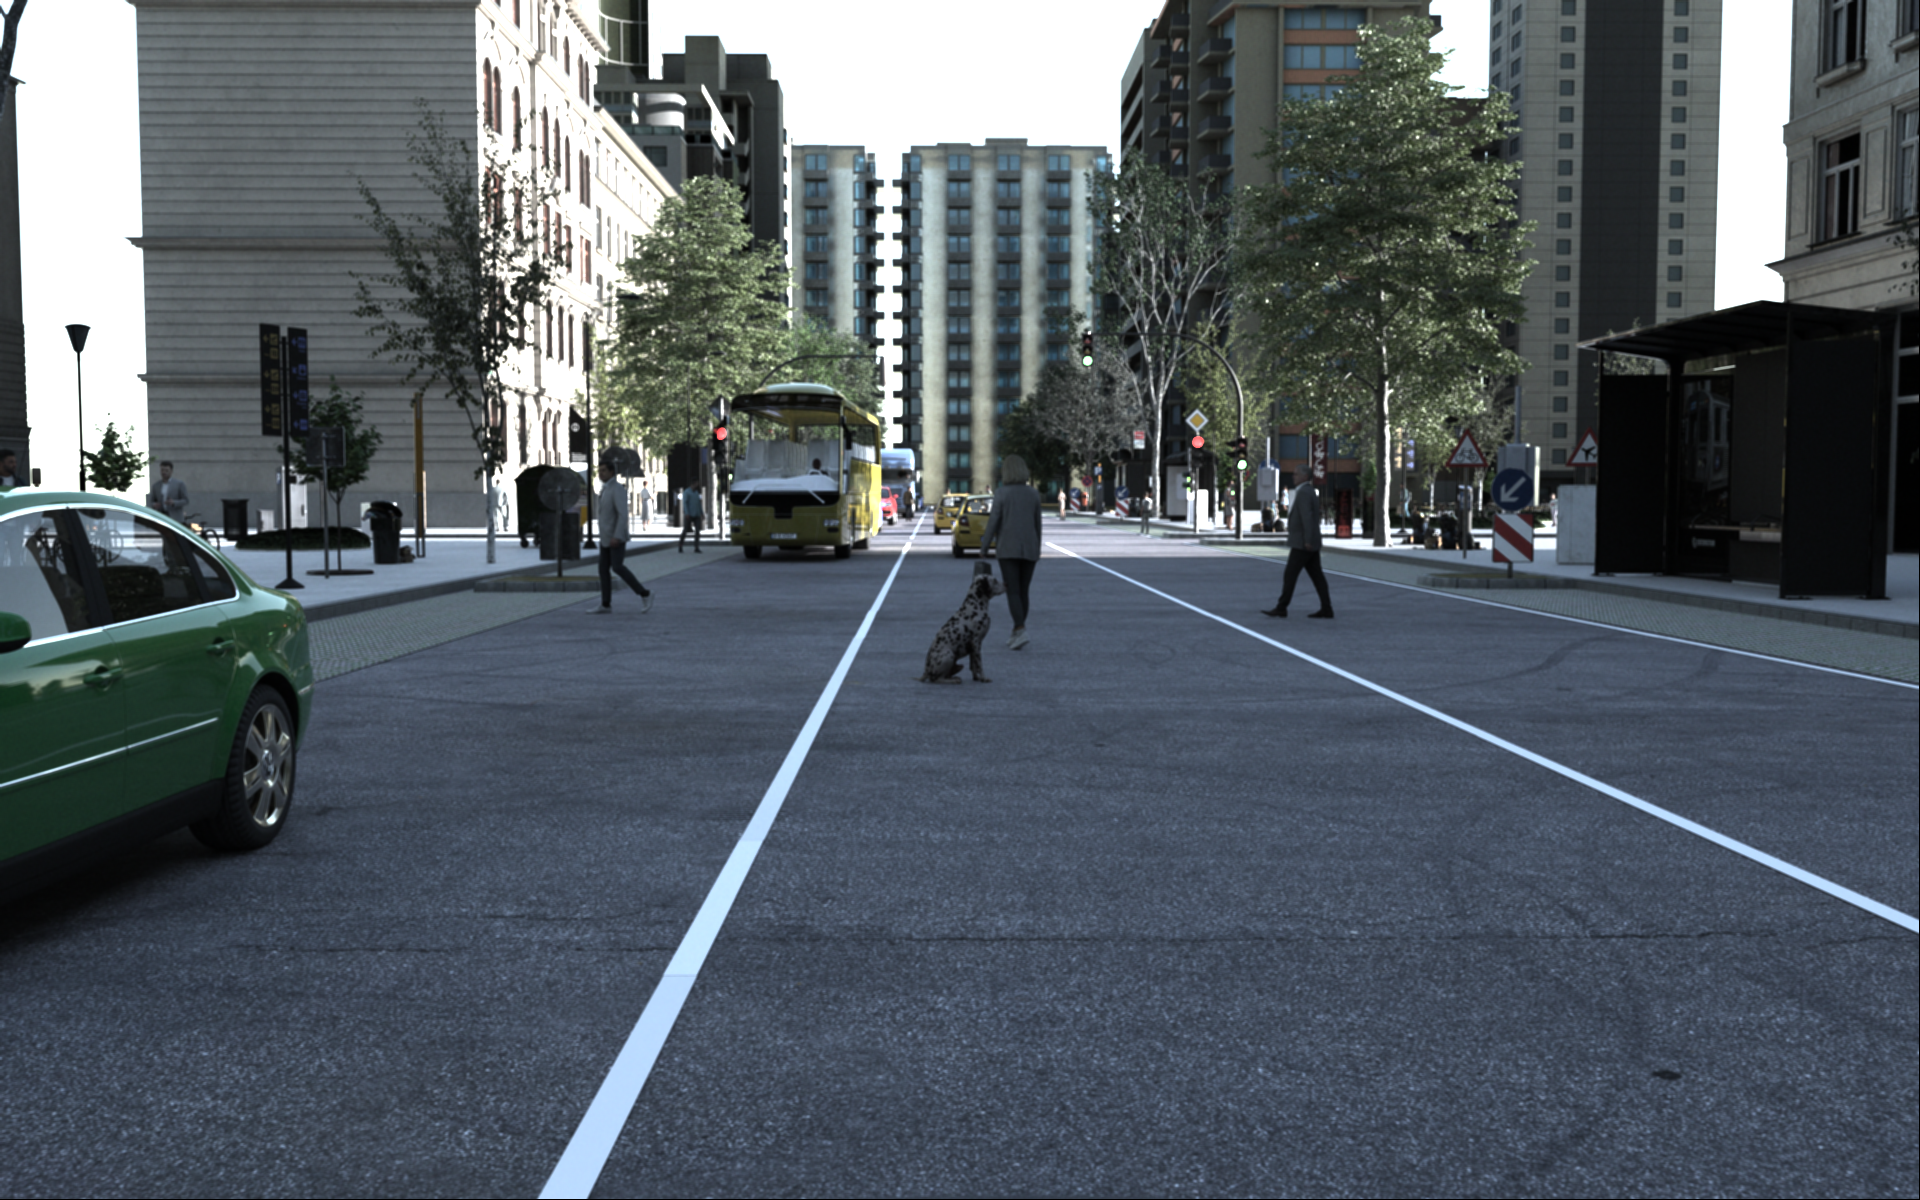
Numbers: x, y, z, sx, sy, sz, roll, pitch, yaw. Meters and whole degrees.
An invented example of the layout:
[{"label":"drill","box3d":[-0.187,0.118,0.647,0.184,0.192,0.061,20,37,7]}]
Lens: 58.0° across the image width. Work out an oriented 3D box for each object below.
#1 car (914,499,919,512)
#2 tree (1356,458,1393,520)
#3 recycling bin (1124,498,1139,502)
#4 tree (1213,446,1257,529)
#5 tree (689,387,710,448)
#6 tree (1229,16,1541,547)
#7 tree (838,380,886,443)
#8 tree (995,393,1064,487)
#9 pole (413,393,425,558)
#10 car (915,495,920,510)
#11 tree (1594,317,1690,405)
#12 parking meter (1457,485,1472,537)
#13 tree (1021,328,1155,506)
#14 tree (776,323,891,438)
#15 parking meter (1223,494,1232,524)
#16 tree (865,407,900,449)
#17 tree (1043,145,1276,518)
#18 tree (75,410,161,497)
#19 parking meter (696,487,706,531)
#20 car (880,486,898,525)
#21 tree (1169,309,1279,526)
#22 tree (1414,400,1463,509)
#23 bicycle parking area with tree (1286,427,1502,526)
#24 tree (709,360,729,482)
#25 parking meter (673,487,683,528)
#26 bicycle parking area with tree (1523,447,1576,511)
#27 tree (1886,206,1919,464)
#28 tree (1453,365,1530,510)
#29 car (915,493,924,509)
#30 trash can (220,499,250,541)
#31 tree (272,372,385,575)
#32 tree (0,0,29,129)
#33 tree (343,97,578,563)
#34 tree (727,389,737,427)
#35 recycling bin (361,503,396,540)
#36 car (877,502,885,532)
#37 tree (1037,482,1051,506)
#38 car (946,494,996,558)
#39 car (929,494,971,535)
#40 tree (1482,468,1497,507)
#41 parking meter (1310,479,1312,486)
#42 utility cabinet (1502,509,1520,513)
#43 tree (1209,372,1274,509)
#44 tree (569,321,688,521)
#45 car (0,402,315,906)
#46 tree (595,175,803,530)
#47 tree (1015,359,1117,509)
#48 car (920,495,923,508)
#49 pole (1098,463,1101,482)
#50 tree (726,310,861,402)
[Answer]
[{"label":"car","box3d":[-4.474,-8.046,143.356,2.131,1.459,4.920,0,4,0]},{"label":"tree","box3d":[20.074,-5.481,84.218,1.663,3.219,1.824,0,3,0]},{"label":"recycling bin","box3d":[9.791,-5.306,99.302,0.722,1.027,0.722,-1,4,-17]},{"label":"tree","box3d":[9.768,-4.215,63.519,1.663,3.219,1.824,0,3,0]},{"label":"tree","box3d":[-14.423,-8.041,81.837,4.737,8.622,4.395,0,3,0]},{"label":"tree","box3d":[10.108,-7.557,41.678,7.486,12.596,7.792,0,3,0]},{"label":"tree","box3d":[-10.902,-15.312,168.480,7.486,12.596,7.792,0,3,0]},{"label":"tree","box3d":[8.407,-16.866,193.883,7.486,12.596,7.792,0,3,0]},{"label":"pole","box3d":[-10.933,-2.518,35.008,0.158,3.312,0.155,0,3,0]},{"label":"car","box3d":[-4.661,-9.007,159.270,2.014,1.417,4.499,0,4,1]},{"label":"tree","box3d":[28.620,-7.513,73.208,4.360,8.622,3.978,0,3,0]},{"label":"parking meter","box3d":[13.976,-2.418,47.948,0.372,1.533,0.369,0,3,0]},{"label":"tree","box3d":[9.583,-13.358,128.765,12.009,13.543,11.850,0,3,0]},{"label":"tree","box3d":[-9.817,-13.666,130.086,9.857,13.997,8.962,0,3,0]},{"label":"parking meter","box3d":[11.352,-3.972,73.358,0.372,1.533,0.369,0,3,0]},{"label":"tree","box3d":[-12.243,-18.162,207.321,12.009,13.543,11.850,0,3,0]},{"label":"tree","box3d":[10.823,-14.479,92.618,12.611,20.169,13.585,0,3,0]},{"label":"tree","box3d":[-19.694,-2.787,40.171,1.663,3.219,1.824,0,3,0]},{"label":"parking meter","box3d":[-9.078,-3.189,60.545,0.372,1.533,0.369,0,3,0]},{"label":"car","box3d":[-4.016,-4.414,80.848,2.281,1.827,5.304,0,4,0]},{"label":"tree","box3d":[10.555,-7.297,69.675,4.737,8.622,4.395,0,3,0]},{"label":"tree","box3d":[34.536,-10.742,126.001,4.737,8.622,4.395,0,3,0]},{"label":"bicycle parking area with tree","box3d":[18.623,-5.316,73.917,8.231,4.147,9.016,1,4,16]},{"label":"tree","box3d":[-13.721,-8.499,89.329,4.737,8.622,4.395,0,3,0]},{"label":"parking meter","box3d":[-10.747,-3.525,66.047,0.372,1.533,0.369,0,3,0]},{"label":"bicycle parking area with tree","box3d":[37.087,-7.399,107.983,9.016,4.147,8.231,0,4,3]},{"label":"tree","box3d":[15.380,-4.537,24.544,4.360,8.622,3.978,0,3,0]},{"label":"tree","box3d":[28.541,-8.794,94.146,4.360,8.622,3.978,0,3,0]},{"label":"car","box3d":[-4.432,-9.477,164.545,1.945,1.707,3.694,0,4,-3]},{"label":"trash can","box3d":[-19.786,-2.180,47.296,0.748,1.137,0.748,0,3,0]},{"label":"tree","box3d":[-10.080,-2.021,27.650,1.663,3.219,1.824,0,3,0]},{"label":"tree","box3d":[-8.060,-9.722,14.850,12.611,20.169,13.585,0,3,0]},{"label":"tree","box3d":[-8.888,-4.977,31.744,4.360,8.622,3.978,0,3,0]},{"label":"tree","box3d":[-15.013,-10.467,121.497,4.360,8.622,3.978,0,3,0]},{"label":"recycling bin","box3d":[-16.349,-2.212,48.715,0.722,1.027,0.722,3,5,42]},{"label":"car","box3d":[-3.845,-3.487,66.607,1.945,1.707,3.694,0,4,-2]},{"label":"tree","box3d":[9.076,-11.745,186.632,1.663,3.219,1.824,0,3,0]},{"label":"car","box3d":[0.681,-1.837,40.259,2.015,1.641,3.980,0,4,-1]},{"label":"car","box3d":[-0.092,-3.197,62.499,2.015,1.641,3.980,0,4,-1]},{"label":"tree","box3d":[39.117,-8.096,126.975,1.663,3.219,1.824,0,3,0]},{"label":"parking meter","box3d":[12.337,-3.419,61.613,0.255,1.863,0.399,0,4,-3]},{"label":"utility cabinet","box3d":[18.679,-2.909,58.722,0.306,1.237,1.020,0,4,-1]},{"label":"tree","box3d":[16.755,-9.439,104.693,4.360,8.622,3.978,0,3,0]},{"label":"tree","box3d":[-14.279,-7.412,71.552,4.737,8.622,4.395,0,3,0]},{"label":"car","box3d":[-3.674,0.192,5.650,1.959,1.807,4.718,0,4,0]},{"label":"tree","box3d":[-9.398,-8.827,62.455,7.486,12.596,7.792,0,3,0]},{"label":"tree","box3d":[8.943,-14.058,146.858,9.611,12.733,9.660,0,3,0]},{"label":"car","box3d":[-4.757,-10.298,180.733,2.083,1.381,4.827,0,4,-2]},{"label":"pole","box3d":[9.234,-7.403,114.890,0.158,3.312,0.155,0,3,0]},{"label":"tree","box3d":[-9.526,-10.600,99.059,9.928,11.665,9.643,0,3,0]}]
